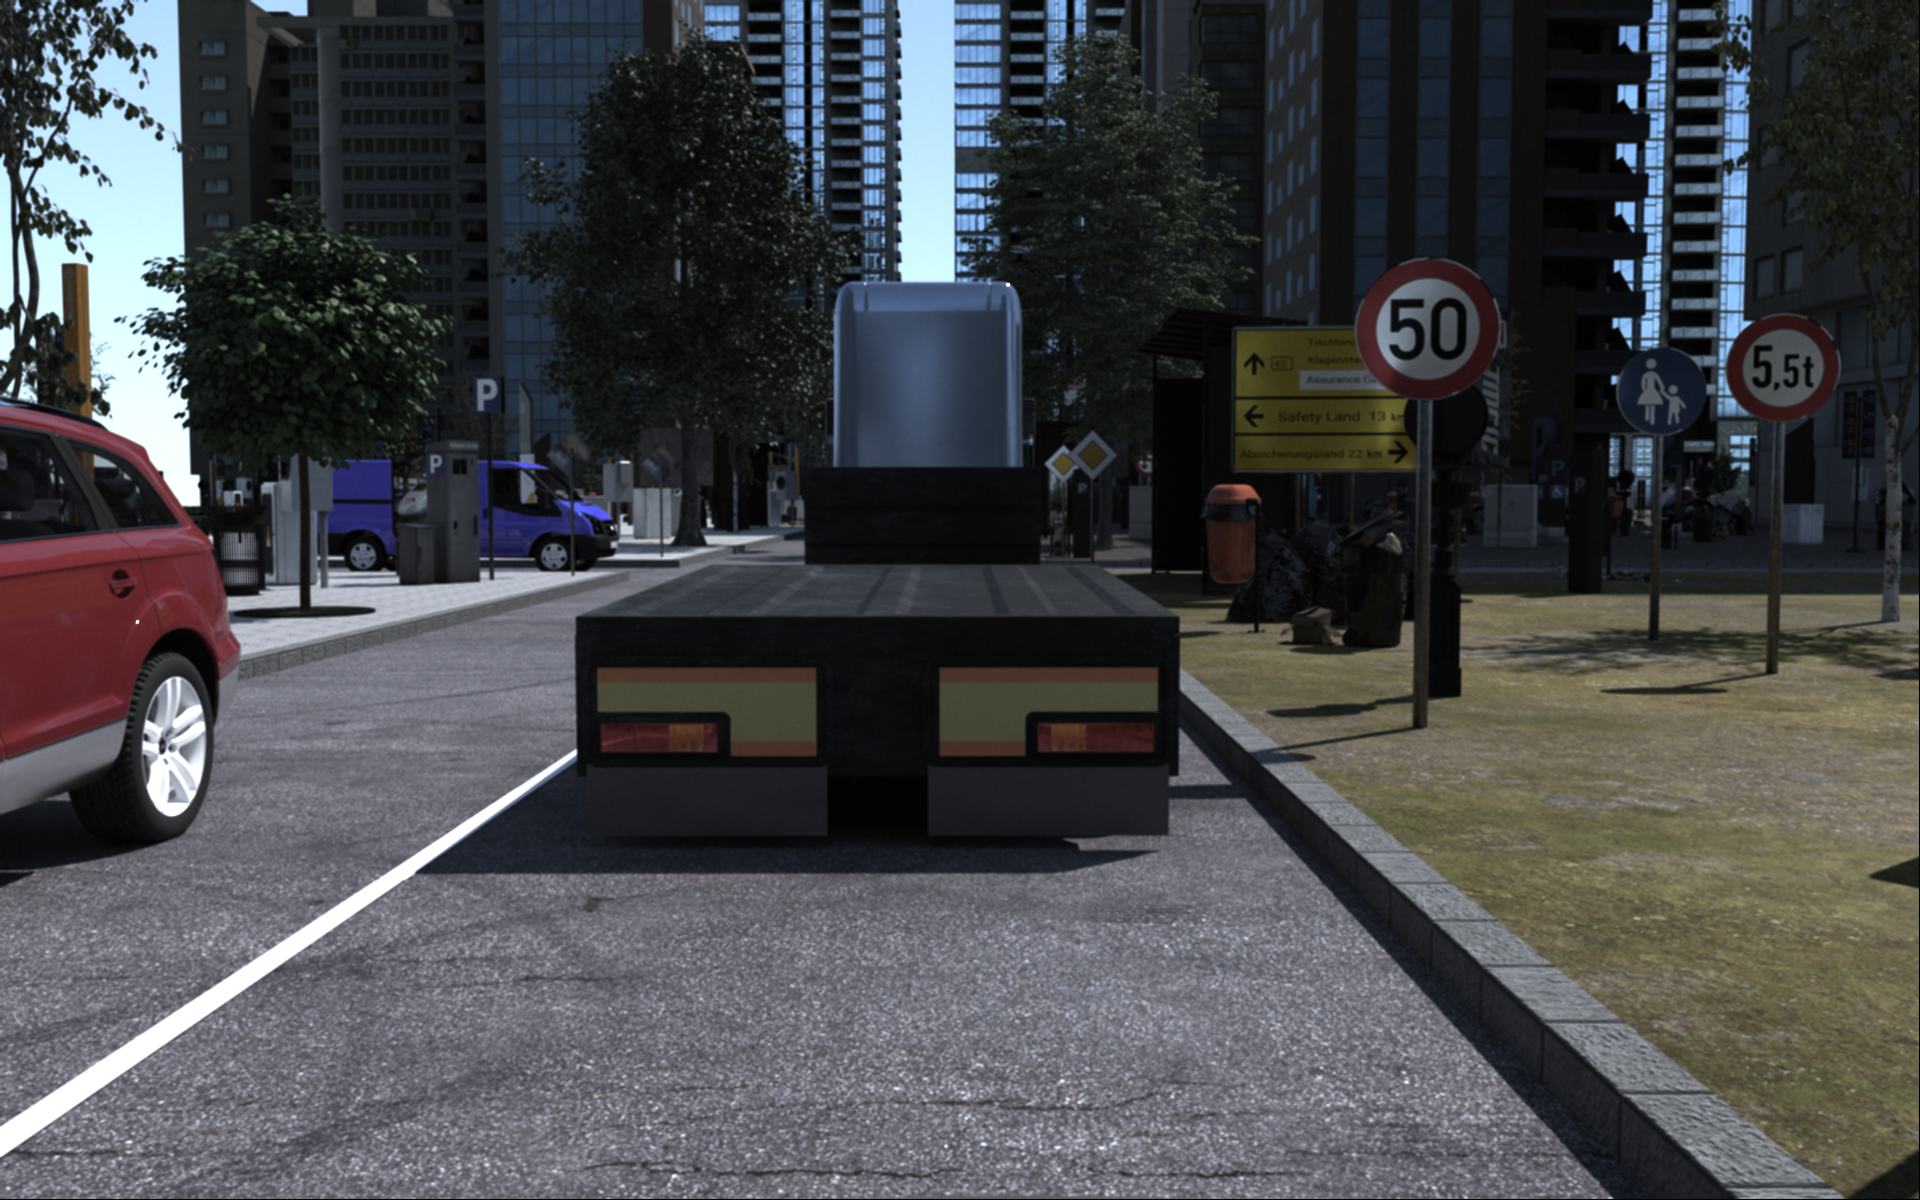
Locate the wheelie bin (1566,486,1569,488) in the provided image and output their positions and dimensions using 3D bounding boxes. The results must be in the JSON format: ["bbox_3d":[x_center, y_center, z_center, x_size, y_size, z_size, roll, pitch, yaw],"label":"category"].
[{"bbox_3d":[24.318,-3.740,69.064,0.980,1.594,0.693,-2,4,-35],"label":"wheelie bin"}]

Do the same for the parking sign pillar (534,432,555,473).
[{"bbox_3d":[-18.243,-5.309,75.274,1.447,3.967,1.447,2,4,24],"label":"parking sign pillar"}]

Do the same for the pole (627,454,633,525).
[{"bbox_3d":[-13.500,-4.709,70.830,0.158,3.312,0.155,0,3,0],"label":"pole"}]

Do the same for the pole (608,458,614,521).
[{"bbox_3d":[-13.081,-4.345,64.883,0.158,3.312,0.155,0,3,0],"label":"pole"}]

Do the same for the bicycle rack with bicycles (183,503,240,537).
[{"bbox_3d":[-23.642,-2.364,52.026,2.852,0.926,2.925,3,5,43],"label":"bicycle rack with bicycles"}]

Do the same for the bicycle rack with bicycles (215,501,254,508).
[{"bbox_3d":[-38.935,-4.768,91.338,2.925,0.926,2.852,0,4,-3],"label":"bicycle rack with bicycles"}]

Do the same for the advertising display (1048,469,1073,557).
[{"bbox_3d":[2.065,-1.865,35.715,0.123,1.923,0.974,-1,4,-21],"label":"advertising display"}]

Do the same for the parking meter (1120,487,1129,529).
[{"bbox_3d":[6.097,-3.391,63.860,0.372,1.533,0.369,0,3,0],"label":"parking meter"}]

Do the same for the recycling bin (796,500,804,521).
[{"bbox_3d":[-6.525,-3.749,73.851,0.722,1.027,0.722,2,4,30],"label":"recycling bin"}]

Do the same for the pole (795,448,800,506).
[{"bbox_3d":[-7.157,-5.031,76.095,0.158,3.312,0.155,0,3,0],"label":"pole"}]

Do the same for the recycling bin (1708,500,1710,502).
[{"bbox_3d":[30.977,-3.644,72.133,0.722,1.027,0.722,0,4,-6],"label":"recycling bin"}]

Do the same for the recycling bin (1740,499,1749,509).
[{"bbox_3d":[41.656,-4.881,92.359,0.722,1.027,0.722,3,5,43],"label":"recycling bin"}]

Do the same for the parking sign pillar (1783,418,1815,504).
[{"bbox_3d":[29.699,-4.478,61.681,1.447,3.967,1.447,-3,5,-43],"label":"parking sign pillar"}]

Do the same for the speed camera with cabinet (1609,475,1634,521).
[{"bbox_3d":[31.013,-5.352,81.840,0.660,3.252,2.038,-1,4,-14],"label":"speed camera with cabinet"}]

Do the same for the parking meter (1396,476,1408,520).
[{"bbox_3d":[14.423,-3.108,56.525,0.255,1.863,0.399,2,4,31],"label":"parking meter"}]

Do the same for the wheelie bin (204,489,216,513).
[{"bbox_3d":[-46.078,-6.015,106.247,0.693,1.594,0.980,-1,4,-12],"label":"wheelie bin"}]

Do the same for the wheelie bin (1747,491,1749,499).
[{"bbox_3d":[46.693,-5.753,101.966,0.693,1.594,0.980,1,4,16],"label":"wheelie bin"}]

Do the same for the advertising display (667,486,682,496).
[{"bbox_3d":[-13.904,-4.897,85.275,0.974,1.923,0.123,1,4,17],"label":"advertising display"}]

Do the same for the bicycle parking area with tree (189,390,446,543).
[{"bbox_3d":[-17.072,-3.731,47.999,8.231,4.147,9.016,1,4,15],"label":"bicycle parking area with tree"}]

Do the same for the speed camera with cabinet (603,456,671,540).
[{"bbox_3d":[-9.213,-3.370,49.431,0.660,3.252,2.038,3,5,40],"label":"speed camera with cabinet"}]

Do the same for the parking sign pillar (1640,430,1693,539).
[{"bbox_3d":[20.506,-3.773,50.165,1.447,3.967,1.447,0,4,3],"label":"parking sign pillar"}]

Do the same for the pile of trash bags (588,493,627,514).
[{"bbox_3d":[-22.033,-6.056,108.773,1.912,1.369,3.447,2,4,35],"label":"pile of trash bags"}]

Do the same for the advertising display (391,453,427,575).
[{"bbox_3d":[-8.480,-1.355,27.371,0.974,1.923,0.123,0,4,4],"label":"advertising display"}]

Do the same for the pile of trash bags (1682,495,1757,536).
[{"bbox_3d":[23.564,-2.764,54.938,1.912,1.369,3.447,-1,4,-15],"label":"pile of trash bags"}]

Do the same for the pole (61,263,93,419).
[{"bbox_3d":[-7.844,-1.321,15.445,0.158,3.312,0.155,0,3,0],"label":"pole"}]

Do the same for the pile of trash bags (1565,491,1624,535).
[{"bbox_3d":[19.812,-2.799,55.509,3.447,1.369,1.912,-1,4,-17],"label":"pile of trash bags"}]

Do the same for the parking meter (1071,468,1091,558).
[{"bbox_3d":[2.434,-1.777,34.759,0.399,1.863,0.255,0,4,0],"label":"parking meter"}]

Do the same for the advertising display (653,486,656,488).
[{"bbox_3d":[-17.673,-5.809,100.190,0.123,1.923,0.974,-1,4,-16],"label":"advertising display"}]

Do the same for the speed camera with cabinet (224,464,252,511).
[{"bbox_3d":[-39.207,-6.098,94.040,0.660,3.252,2.038,0,4,6],"label":"speed camera with cabinet"}]

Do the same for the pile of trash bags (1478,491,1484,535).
[{"bbox_3d":[16.423,-2.831,56.042,1.912,1.369,3.447,2,4,25],"label":"pile of trash bags"}]

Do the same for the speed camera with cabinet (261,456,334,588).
[{"bbox_3d":[-9.285,-1.826,24.187,0.660,3.252,2.038,-2,4,-32],"label":"speed camera with cabinet"}]

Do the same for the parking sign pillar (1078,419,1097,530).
[{"bbox_3d":[4.203,-4.509,62.198,1.447,3.967,1.447,-2,4,-28],"label":"parking sign pillar"}]

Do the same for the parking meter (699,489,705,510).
[{"bbox_3d":[-11.193,-4.062,74.817,0.372,1.533,0.369,0,3,0],"label":"parking meter"}]

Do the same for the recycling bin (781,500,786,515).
[{"bbox_3d":[-8.187,-3.983,77.680,0.722,1.027,0.722,-1,4,-13],"label":"recycling bin"}]

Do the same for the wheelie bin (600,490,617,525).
[{"bbox_3d":[-14.675,-3.970,72.818,0.693,1.594,0.980,3,5,42],"label":"wheelie bin"}]

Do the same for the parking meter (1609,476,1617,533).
[{"bbox_3d":[21.490,-3.152,57.245,0.399,1.863,0.255,2,4,26],"label":"parking meter"}]

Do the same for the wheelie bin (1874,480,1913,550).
[{"bbox_3d":[21.373,-1.939,39.617,0.693,1.594,0.980,0,4,-4],"label":"wheelie bin"}]

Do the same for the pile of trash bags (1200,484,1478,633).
[{"bbox_3d":[3.484,-0.459,17.250,1.912,1.369,3.447,3,5,40],"label":"pile of trash bags"}]

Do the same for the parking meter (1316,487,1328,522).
[{"bbox_3d":[12.234,-3.068,58.574,0.372,1.533,0.369,0,3,0],"label":"parking meter"}]

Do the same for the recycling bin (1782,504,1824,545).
[{"bbox_3d":[21.301,-1.912,43.820,0.722,1.027,0.722,-1,4,-12],"label":"recycling bin"}]

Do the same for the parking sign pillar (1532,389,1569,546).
[{"bbox_3d":[14.883,-3.381,43.747,1.447,3.967,1.447,0,4,0],"label":"parking sign pillar"}]

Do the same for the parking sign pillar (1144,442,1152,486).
[{"bbox_3d":[9.828,-6.123,88.591,1.447,3.967,1.447,-1,4,-10],"label":"parking sign pillar"}]

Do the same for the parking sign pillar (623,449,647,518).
[{"bbox_3d":[-16.590,-6.149,89.000,1.447,3.967,1.447,1,4,22],"label":"parking sign pillar"}]

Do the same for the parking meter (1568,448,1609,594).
[{"bbox_3d":[8.100,-1.023,22.429,0.255,1.863,0.399,-2,4,-25],"label":"parking meter"}]

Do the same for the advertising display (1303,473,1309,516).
[{"bbox_3d":[10.364,-2.912,52.825,0.123,1.923,0.974,-1,4,-15],"label":"advertising display"}]

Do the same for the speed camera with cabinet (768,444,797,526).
[{"bbox_3d":[-7.332,-4.565,68.973,0.660,3.252,2.038,-3,5,-43],"label":"speed camera with cabinet"}]

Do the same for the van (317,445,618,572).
[{"bbox_3d":[-8.845,-1.646,31.288,5.245,2.365,2.240,0,4,2],"label":"van"}]

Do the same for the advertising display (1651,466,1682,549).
[{"bbox_3d":[16.495,-2.157,40.488,0.123,1.923,0.974,-1,4,-12],"label":"advertising display"}]

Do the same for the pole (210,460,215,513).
[{"bbox_3d":[-45.063,-6.762,104.401,0.158,3.312,0.155,0,3,0],"label":"pole"}]

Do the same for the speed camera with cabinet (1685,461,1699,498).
[{"bbox_3d":[42.658,-6.592,102.115,2.038,3.252,0.660,-1,4,-18],"label":"speed camera with cabinet"}]

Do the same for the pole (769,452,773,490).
[{"bbox_3d":[-9.067,-5.459,83.090,0.158,3.312,0.155,0,3,0],"label":"pole"}]

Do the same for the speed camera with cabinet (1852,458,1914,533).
[{"bbox_3d":[30.439,-3.840,57.116,0.660,3.252,2.038,-1,4,-16],"label":"speed camera with cabinet"}]

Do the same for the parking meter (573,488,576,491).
[{"bbox_3d":[-13.743,-3.227,61.179,0.372,1.533,0.369,0,3,0],"label":"parking meter"}]
